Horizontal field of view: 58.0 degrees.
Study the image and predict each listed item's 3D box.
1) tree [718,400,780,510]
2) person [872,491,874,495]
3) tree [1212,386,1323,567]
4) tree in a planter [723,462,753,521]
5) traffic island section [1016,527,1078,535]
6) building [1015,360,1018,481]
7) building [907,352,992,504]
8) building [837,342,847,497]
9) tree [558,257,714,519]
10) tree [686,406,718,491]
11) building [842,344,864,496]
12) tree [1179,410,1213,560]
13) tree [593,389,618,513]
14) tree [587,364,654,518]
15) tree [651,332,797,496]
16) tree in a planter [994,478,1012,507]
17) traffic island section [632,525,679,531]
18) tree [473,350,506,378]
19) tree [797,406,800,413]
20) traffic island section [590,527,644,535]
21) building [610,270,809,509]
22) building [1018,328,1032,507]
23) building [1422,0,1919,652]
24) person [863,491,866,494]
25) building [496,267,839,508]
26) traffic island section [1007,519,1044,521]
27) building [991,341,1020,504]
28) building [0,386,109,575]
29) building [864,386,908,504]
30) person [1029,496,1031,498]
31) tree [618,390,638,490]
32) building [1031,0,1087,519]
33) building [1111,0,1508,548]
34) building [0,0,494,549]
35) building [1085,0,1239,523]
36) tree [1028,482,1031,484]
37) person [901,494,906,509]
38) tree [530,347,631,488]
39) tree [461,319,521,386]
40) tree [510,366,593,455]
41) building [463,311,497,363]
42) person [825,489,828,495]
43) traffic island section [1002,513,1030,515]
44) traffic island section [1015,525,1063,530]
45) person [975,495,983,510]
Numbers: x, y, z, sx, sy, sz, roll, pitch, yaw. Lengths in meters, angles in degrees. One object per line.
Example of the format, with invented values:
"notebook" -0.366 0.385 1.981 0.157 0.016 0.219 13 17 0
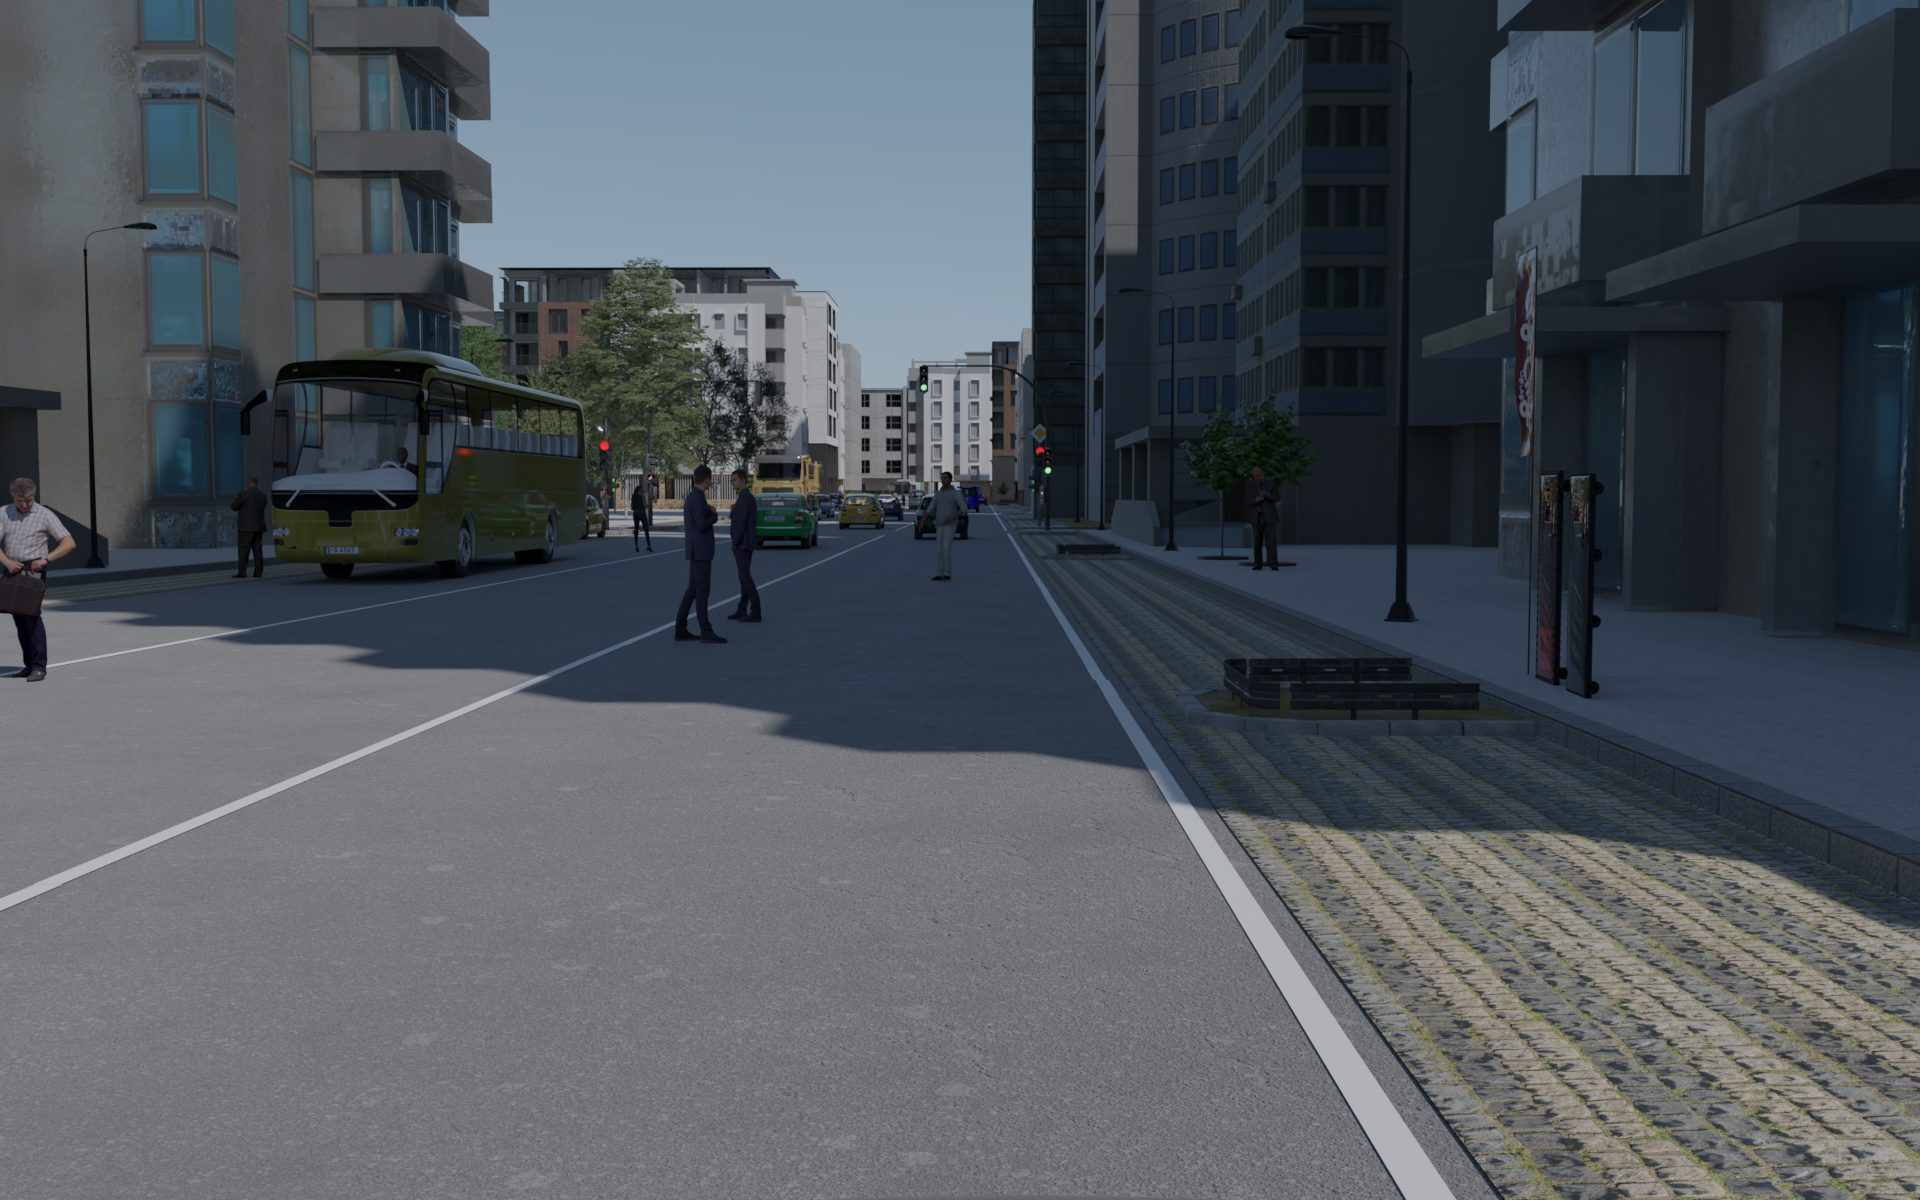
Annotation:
"tree" -15.029 -10.895 128.491 4.360 8.622 3.978 0 3 0
"person" -8.417 -9.807 169.571 0.721 1.735 1.217 1 4 23
"tree" 5.650 -2.224 30.961 1.663 3.219 1.824 0 3 0
"tree in a planter" -11.743 -5.908 93.823 1.991 3.239 1.994 0 4 1
"traffic island section" 3.093 -2.373 61.077 2.009 0.180 2.903 0 4 1
"building" 14.886 -21.894 214.393 16.016 20.091 11.380 0 4 1
"building" -1.359 -23.242 236.428 11.380 20.091 16.016 0 4 1
"building" -20.886 -20.669 194.363 16.016 20.091 11.380 0 4 1
"tree" -15.537 -10.117 83.535 7.486 12.596 7.792 0 3 0
"tree" -19.524 -11.656 140.935 4.360 8.622 3.978 0 3 0
"building" -28.405 -21.149 212.239 31.486 18.905 16.747 0 4 1
"tree" 5.056 -2.415 34.084 1.663 3.219 1.824 0 3 0
"tree" -24.234 -9.569 106.813 4.737 8.622 4.395 0 3 0
"tree" -17.894 -8.688 92.408 4.360 8.622 3.978 0 3 0
"tree" -14.594 -10.112 99.745 7.601 10.594 8.767 1 4 13
"tree in a planter" 4.919 -12.263 197.719 1.991 3.239 1.994 0 4 1
"traffic island section" -12.400 -2.874 69.274 2.009 0.180 2.903 0 4 1
"tree" -35.522 -12.547 123.266 7.486 12.596 7.792 0 3 0
"tree" -14.424 -10.916 112.891 8.767 10.594 7.601 0 4 4
"traffic island section" -12.507 -2.386 61.290 2.009 0.180 2.903 0 4 1
"building" -21.137 -17.982 150.418 16.016 20.091 11.380 0 4 1
"building" 15.154 -19.962 192.842 16.747 18.905 31.486 0 4 1
"building" 17.718 -24.033 12.547 23.786 49.044 30.456 0 4 1
"person" -10.398 -10.967 187.906 0.705 1.812 1.348 2 4 28
"building" -27.373 -20.089 172.429 27.936 21.610 32.646 0 4 1
"traffic island section" 3.530 -4.335 93.748 1.991 0.108 1.994 0 4 1
"building" 20.727 -24.326 241.712 32.646 21.610 27.936 0 4 1
"building" -31.389 -20.250 22.975 32.217 40.220 23.993 0 4 1
"building" -22.790 -22.647 236.729 31.486 18.905 16.747 0 4 1
"person" 6.096 -8.588 147.164 0.721 1.736 1.217 1 4 19
"tree" -23.369 -10.152 116.341 4.737 8.622 4.395 0 3 0
"building" 11.088 -20.052 99.551 14.160 30.474 14.107 0 4 1
"building" 20.935 -21.777 47.935 32.217 40.220 23.993 0 4 1
"building" -30.057 -26.276 49.224 30.456 49.044 23.786 0 4 1
"building" 20.421 -32.832 78.799 28.212 58.520 21.231 0 4 1
"tree" 6.211 -8.556 134.493 1.663 3.219 1.824 0 3 0
"person" -5.508 -9.623 169.069 0.421 1.427 0.697 1 4 13
"tree" -30.588 -13.341 135.134 9.611 12.733 9.660 0 3 0
"tree" -26.932 -10.076 90.503 9.928 11.665 9.643 0 3 0
"tree" -23.998 -9.139 99.782 4.737 8.622 4.395 0 3 0
"building" -60.583 -22.231 207.456 32.646 21.610 27.936 0 4 1
"person" -12.954 -9.820 167.320 0.721 1.735 1.217 -1 4 -13
"traffic island section" 3.892 -5.993 120.844 1.991 0.108 1.994 0 4 1
"traffic island section" 3.200 -2.861 69.061 2.009 0.180 2.903 0 4 1
"person" 1.497 -9.045 157.108 1.217 1.735 0.721 2 4 24
